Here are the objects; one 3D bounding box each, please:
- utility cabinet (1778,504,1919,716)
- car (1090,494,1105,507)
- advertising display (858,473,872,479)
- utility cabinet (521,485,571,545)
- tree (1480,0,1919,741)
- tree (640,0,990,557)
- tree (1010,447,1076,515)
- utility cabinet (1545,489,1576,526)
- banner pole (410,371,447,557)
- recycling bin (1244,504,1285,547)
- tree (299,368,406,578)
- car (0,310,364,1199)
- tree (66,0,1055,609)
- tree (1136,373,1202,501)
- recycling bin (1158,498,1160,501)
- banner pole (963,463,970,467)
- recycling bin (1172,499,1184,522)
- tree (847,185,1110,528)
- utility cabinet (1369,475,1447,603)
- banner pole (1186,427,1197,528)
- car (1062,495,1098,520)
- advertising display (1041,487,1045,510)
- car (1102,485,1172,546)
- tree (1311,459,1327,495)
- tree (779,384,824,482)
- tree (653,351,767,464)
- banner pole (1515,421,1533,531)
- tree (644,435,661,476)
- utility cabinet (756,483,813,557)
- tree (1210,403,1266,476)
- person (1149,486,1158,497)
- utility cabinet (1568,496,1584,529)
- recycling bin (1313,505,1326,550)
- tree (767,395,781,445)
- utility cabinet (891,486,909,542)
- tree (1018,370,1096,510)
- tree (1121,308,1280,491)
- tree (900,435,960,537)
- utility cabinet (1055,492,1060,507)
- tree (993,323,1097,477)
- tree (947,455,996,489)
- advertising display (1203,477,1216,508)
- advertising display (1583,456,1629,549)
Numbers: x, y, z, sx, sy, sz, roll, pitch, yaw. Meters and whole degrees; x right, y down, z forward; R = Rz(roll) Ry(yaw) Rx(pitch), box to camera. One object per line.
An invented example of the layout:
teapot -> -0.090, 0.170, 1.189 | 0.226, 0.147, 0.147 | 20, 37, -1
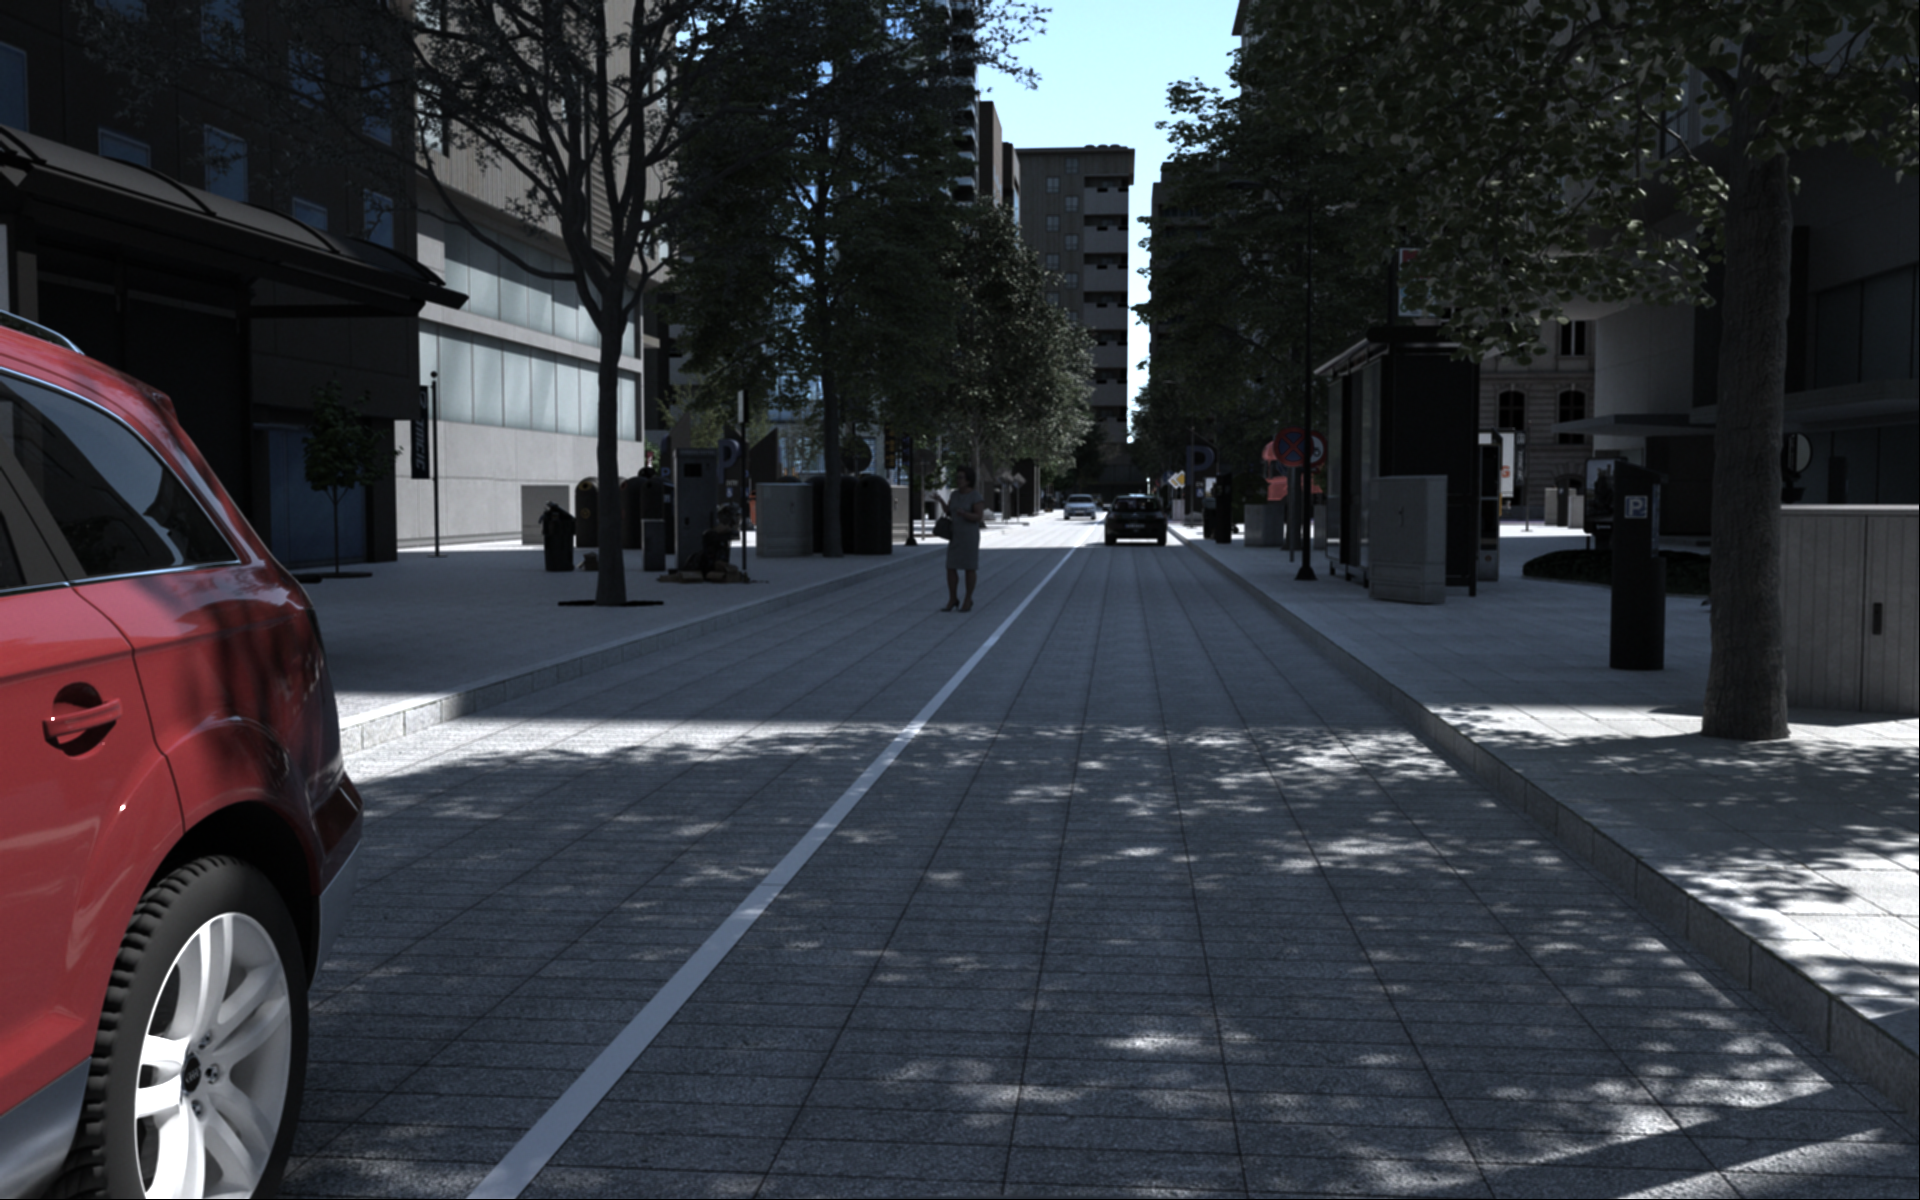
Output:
utility cabinet -> 5.295, 0.050, 10.343 | 1.020, 1.237, 0.306 | 3, 4, 38
car -> 14.558, -10.768, 186.281 | 2.015, 1.641, 3.980 | 0, 4, 6
advertising display -> -3.139, -2.978, 53.897 | 0.974, 1.923, 0.123 | -3, 5, -42
utility cabinet -> -10.343, -2.118, 43.305 | 1.173, 1.500, 0.318 | 0, 4, -7
tree -> 4.308, -5.523, 8.431 | 7.486, 12.596, 7.792 | 0, 3, 0
tree -> -2.874, -7.122, 34.575 | 7.486, 12.596, 7.792 | 0, 3, 0
tree -> 4.551, -7.615, 108.226 | 4.285, 4.588, 4.351 | 0, 3, 0
utility cabinet -> 24.050, -3.712, 69.374 | 1.173, 1.500, 0.318 | 1, 4, 17
banner pole -> -10.845, -2.764, 35.217 | 0.401, 3.779, 0.863 | 2, 4, 32
recycling bin -> 7.469, -1.832, 42.509 | 0.722, 1.027, 0.722 | -2, 4, -33
tree -> -9.652, -1.959, 26.626 | 1.663, 3.219, 1.824 | 0, 3, 0
car -> -2.412, 0.429, 1.662 | 2.281, 1.827, 5.304 | 0, 4, 3
tree -> -4.070, -6.688, 19.721 | 12.009, 13.543, 11.850 | 0, 3, 0
tree -> 12.394, -9.228, 101.239 | 4.360, 8.622, 3.978 | 0, 3, 0
recycling bin -> 14.459, -6.927, 125.814 | 0.722, 1.027, 0.722 | 1, 4, 21
banner pole -> 0.382, -5.559, 80.905 | 0.863, 3.779, 0.401 | 0, 4, 6
recycling bin -> 10.383, -4.194, 81.128 | 0.722, 1.027, 0.722 | 1, 4, 21
tree -> 0.512, -9.050, 64.973 | 9.611, 12.733, 9.660 | 0, 3, 0
utility cabinet -> 5.297, -0.727, 20.562 | 0.318, 1.500, 1.173 | -1, 4, -19
banner pole -> 8.746, -4.603, 65.282 | 0.401, 3.779, 0.863 | 0, 4, 6
car -> 6.750, -5.210, 97.182 | 2.014, 1.417, 4.499 | 0, 4, 5
advertising display -> 6.678, -8.200, 139.286 | 0.123, 1.923, 0.974 | -1, 4, -11
car -> 5.046, -2.426, 49.457 | 2.009, 1.686, 4.222 | 0, 4, 7
tree -> 14.921, -4.589, 69.636 | 1.663, 3.219, 1.824 | 0, 3, 0
tree -> -10.396, -10.155, 116.402 | 4.360, 8.622, 3.978 | 0, 3, 0
tree -> -12.865, -8.336, 86.659 | 4.737, 8.622, 4.395 | 0, 3, 0
banner pole -> 19.432, -4.264, 59.733 | 0.401, 3.779, 0.863 | -2, 4, -24
tree -> -17.458, -6.858, 95.846 | 4.285, 4.588, 4.351 | 0, 3, 0
utility cabinet -> -3.577, -1.632, 35.361 | 1.173, 1.500, 0.318 | -3, 4, -36
tree -> 19.017, -10.297, 118.717 | 4.737, 8.622, 4.395 | 0, 3, 0
person -> 8.956, -4.363, 80.082 | 0.600, 1.795, 0.529 | -2, 4, -35
utility cabinet -> 23.125, -3.253, 64.355 | 1.020, 1.237, 0.306 | -1, 4, -10
recycling bin -> 8.668, -1.680, 40.025 | 0.722, 1.027, 0.722 | -2, 4, -31
tree -> -14.181, -10.424, 120.798 | 4.737, 8.622, 4.395 | 0, 3, 0
utility cabinet -> -1.850, -2.268, 45.764 | 1.173, 1.500, 0.318 | -3, 5, -44
tree -> 7.632, -13.348, 143.999 | 9.928, 11.665, 9.643 | 0, 3, 0
tree -> 12.240, -9.203, 84.884 | 7.601, 10.594, 8.767 | -1, 4, -11
tree -> -1.134, -3.503, 51.881 | 1.663, 3.219, 1.824 | 0, 3, 0
utility cabinet -> 8.687, -8.883, 153.914 | 0.318, 1.500, 1.173 | 1, 4, 12
tree -> 4.710, -12.997, 119.155 | 9.857, 13.997, 8.962 | 0, 3, 0
tree -> 0.466, -7.308, 103.205 | 4.285, 4.588, 4.351 | 0, 3, 0
advertising display -> 9.487, -3.607, 64.184 | 0.974, 1.923, 0.123 | -1, 4, -15
advertising display -> 11.227, -1.524, 30.133 | 0.123, 1.923, 0.974 | -1, 4, -20
